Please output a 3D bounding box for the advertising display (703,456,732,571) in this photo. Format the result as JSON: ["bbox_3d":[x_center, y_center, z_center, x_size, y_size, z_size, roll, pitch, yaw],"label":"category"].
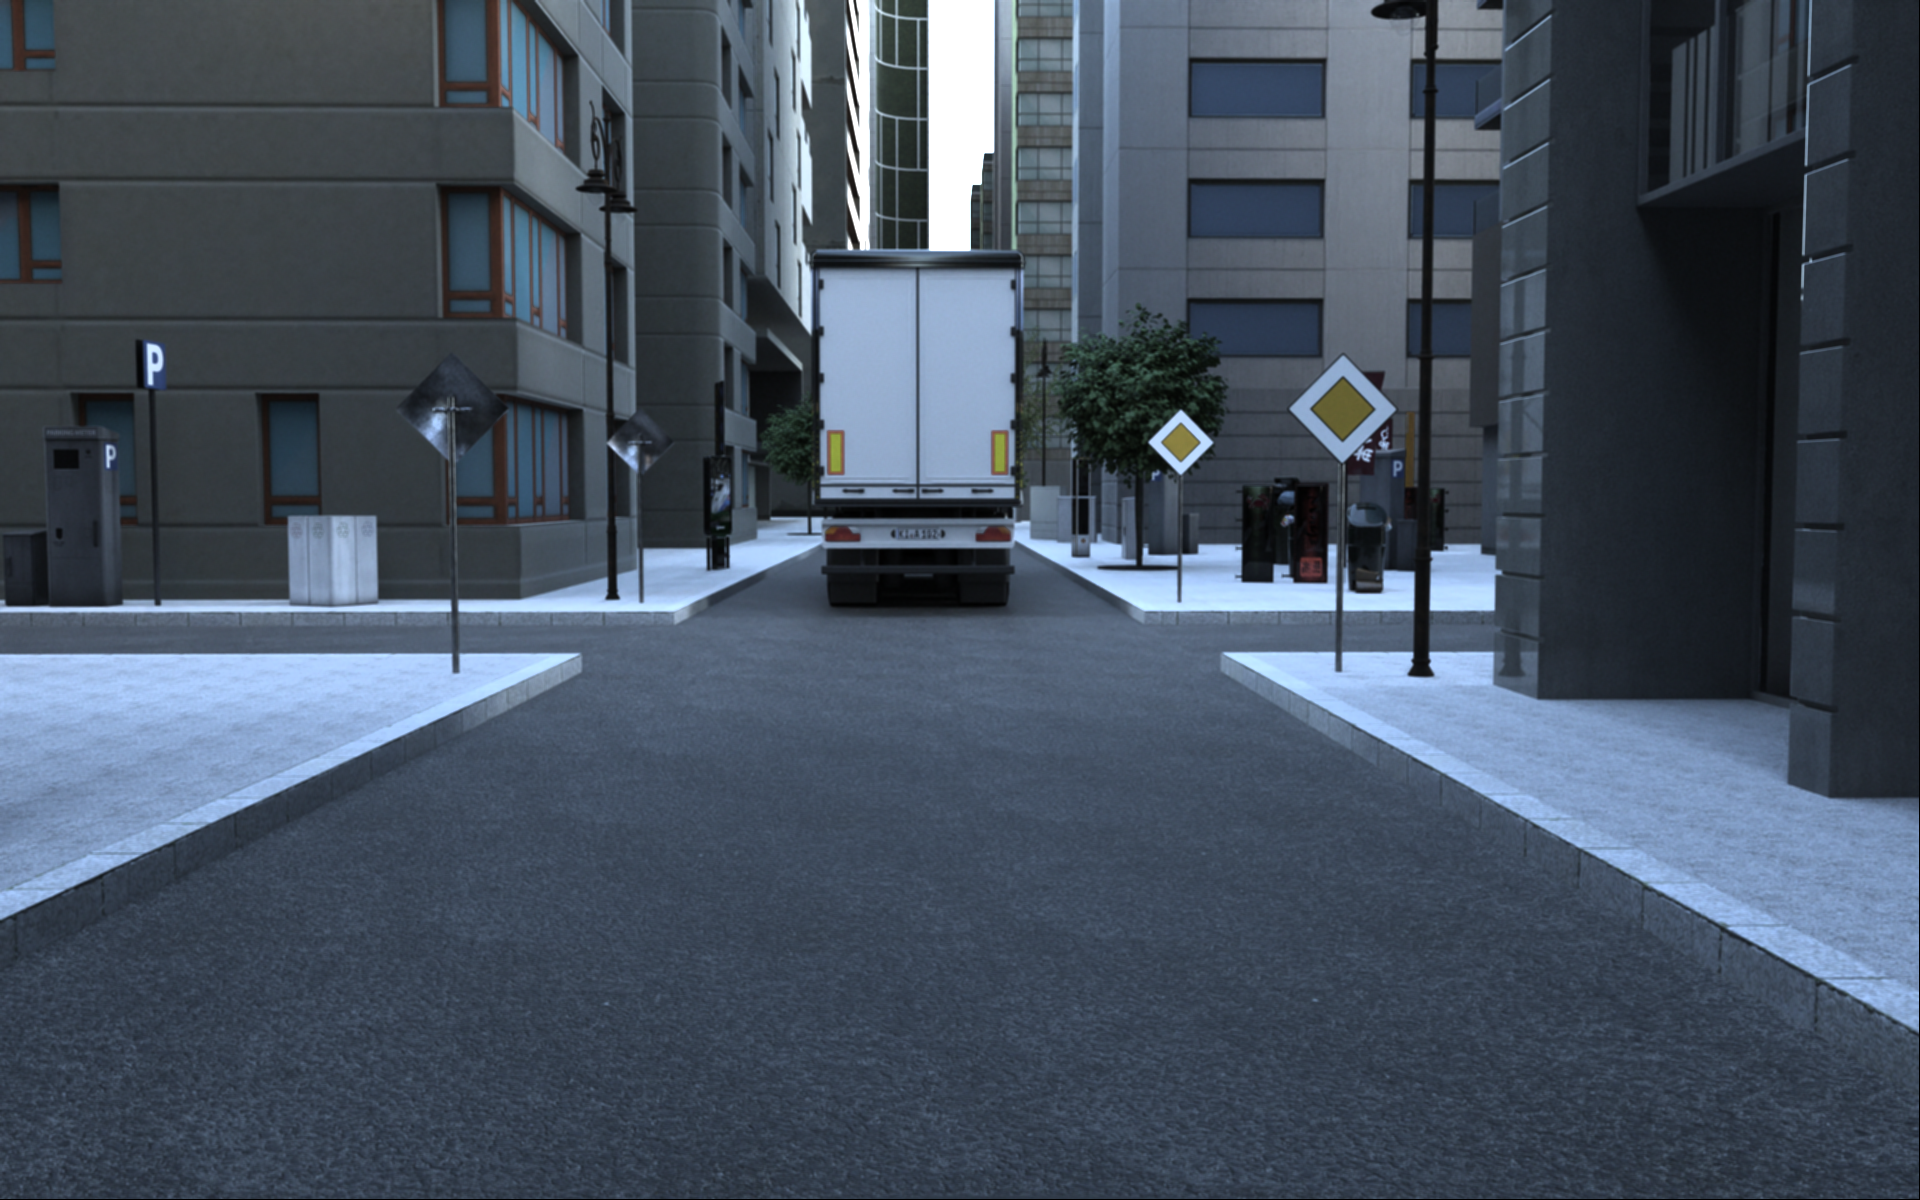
[{"bbox_3d":[-4.111,-1.481,29.421,0.123,1.923,0.974,1,4,14],"label":"advertising display"}]

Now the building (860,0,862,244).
[{"bbox_3d":[-14.325,-26.921,123.756,14.154,41.232,14.086,0,4,-1],"label":"building"}]

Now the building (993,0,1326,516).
[{"bbox_3d":[12.918,-35.801,127.353,21.231,58.520,28.212,0,4,-1],"label":"building"}]

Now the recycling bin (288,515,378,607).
[{"bbox_3d":[-7.272,-0.461,20.098,0.722,1.027,0.722,2,4,27],"label":"recycling bin"}]

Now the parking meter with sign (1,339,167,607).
[{"bbox_3d":[-10.048,-1.441,19.828,1.738,3.016,0.543,0,4,0],"label":"parking meter with sign"}]

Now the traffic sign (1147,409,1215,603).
[{"bbox_3d":[2.594,-1.027,20.430,0.795,2.450,0.064,0,4,-1],"label":"traffic sign"}]

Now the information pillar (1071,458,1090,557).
[{"bbox_3d":[2.459,-1.879,35.209,0.304,2.012,0.304,-1,4,-16],"label":"information pillar"}]

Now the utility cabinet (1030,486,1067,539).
[{"bbox_3d":[2.511,-2.462,48.939,0.318,1.500,1.173,-3,5,-43],"label":"utility cabinet"}]

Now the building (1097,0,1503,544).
[{"bbox_3d":[14.256,-31.475,56.619,21.231,58.520,28.212,0,4,-1],"label":"building"}]

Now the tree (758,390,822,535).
[{"bbox_3d":[-4.680,-4.345,54.749,4.285,4.588,4.351,0,3,0],"label":"tree"}]

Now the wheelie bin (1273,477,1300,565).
[{"bbox_3d":[5.966,-1.451,31.639,0.693,1.594,0.980,-2,4,-28],"label":"wheelie bin"}]

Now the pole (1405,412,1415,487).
[{"bbox_3d":[11.177,-3.012,43.088,0.158,3.312,0.155,0,3,0],"label":"pole"}]

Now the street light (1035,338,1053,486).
[{"bbox_3d":[2.493,-4.813,51.478,0.468,5.910,1.993,0,4,-1],"label":"street light"}]

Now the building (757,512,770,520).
[{"bbox_3d":[-20.166,-29.390,69.762,28.713,52.752,27.495,0,4,-1],"label":"building"}]

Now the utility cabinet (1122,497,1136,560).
[{"bbox_3d":[3.378,-1.416,34.307,0.306,1.237,1.020,0,4,1],"label":"utility cabinet"}]

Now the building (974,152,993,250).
[{"bbox_3d":[8.724,-23.092,149.261,14.160,30.474,14.107,0,4,-1],"label":"building"}]

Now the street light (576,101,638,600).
[{"bbox_3d":[-4.232,-2.944,20.923,0.468,5.910,1.993,0,4,-1],"label":"street light"}]

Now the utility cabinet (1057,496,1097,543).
[{"bbox_3d":[3.097,-2.118,45.793,1.020,1.237,0.306,1,4,15],"label":"utility cabinet"}]

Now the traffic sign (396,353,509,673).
[{"bbox_3d":[-3.612,-0.533,12.358,0.795,2.450,0.064,0,4,-1],"label":"traffic sign"}]

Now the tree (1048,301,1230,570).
[{"bbox_3d":[3.137,-2.815,29.733,4.285,4.588,4.351,0,3,0],"label":"tree"}]

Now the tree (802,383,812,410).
[{"bbox_3d":[-6.203,-8.492,89.203,4.360,8.622,3.978,0,3,0],"label":"tree"}]

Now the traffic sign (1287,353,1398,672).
[{"bbox_3d":[2.732,-0.538,12.446,0.795,2.450,0.064,0,4,-1],"label":"traffic sign"}]

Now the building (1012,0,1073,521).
[{"bbox_3d":[9.575,-24.747,88.206,14.154,41.232,14.086,0,4,-1],"label":"building"}]

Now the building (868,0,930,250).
[{"bbox_3d":[-13.547,-45.887,188.496,20.611,71.187,20.563,0,4,-1],"label":"building"}]

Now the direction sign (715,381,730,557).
[{"bbox_3d":[-4.865,-2.637,35.107,0.379,3.537,0.876,-1,4,-18],"label":"direction sign"}]

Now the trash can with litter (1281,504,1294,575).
[{"bbox_3d":[5.282,-0.944,26.818,0.624,1.170,1.055,1,4,10],"label":"trash can with litter"}]

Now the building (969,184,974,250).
[{"bbox_3d":[7.856,-23.973,163.665,14.160,30.474,14.107,0,4,-1],"label":"building"}]

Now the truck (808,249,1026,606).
[{"bbox_3d":[-0.604,-2.237,25.494,2.839,4.237,11.283,0,4,-1],"label":"truck"}]

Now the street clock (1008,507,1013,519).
[{"bbox_3d":[1.850,-3.613,63.645,0.471,2.002,0.358,-1,4,-13],"label":"street clock"}]

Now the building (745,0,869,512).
[{"bbox_3d":[-21.589,-34.635,155.519,27.495,52.752,28.713,0,4,-1],"label":"building"}]

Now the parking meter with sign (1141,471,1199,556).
[{"bbox_3d":[4.368,-2.466,36.587,1.738,3.016,0.543,-3,5,-45],"label":"parking meter with sign"}]

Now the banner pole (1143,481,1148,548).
[{"bbox_3d":[4.549,-3.168,41.811,0.401,3.779,0.863,3,5,43],"label":"banner pole"}]

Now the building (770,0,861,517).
[{"bbox_3d":[-17.126,-29.466,105.479,21.300,48.544,21.600,0,4,-1],"label":"building"}]

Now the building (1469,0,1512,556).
[{"bbox_3d":[17.977,-23.157,28.734,14.200,45.320,14.600,0,4,-1],"label":"building"}]

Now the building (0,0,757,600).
[{"bbox_3d":[-19.417,-11.594,34.594,27.650,21.520,28.899,0,4,-1],"label":"building"}]

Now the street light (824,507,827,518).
[{"bbox_3d":[-4.939,-5.546,63.473,0.468,5.910,1.993,0,4,-1],"label":"street light"}]

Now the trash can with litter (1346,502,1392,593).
[{"bbox_3d":[5.417,-0.697,22.782,0.624,1.170,1.055,0,4,7],"label":"trash can with litter"}]

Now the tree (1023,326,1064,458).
[{"bbox_3d":[2.415,-7.595,74.539,4.737,8.622,4.395,0,3,0],"label":"tree"}]

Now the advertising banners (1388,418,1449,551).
[{"bbox_3d":[10.277,-2.653,39.565,0.090,3.025,2.074,-3,4,-37],"label":"advertising banners"}]

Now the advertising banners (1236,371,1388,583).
[{"bbox_3d":[5.030,-1.758,24.923,2.074,3.025,0.090,1,4,12],"label":"advertising banners"}]

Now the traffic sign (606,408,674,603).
[{"bbox_3d":[-3.749,-1.021,20.341,0.795,2.450,0.064,0,4,-1],"label":"traffic sign"}]

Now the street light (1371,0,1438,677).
[{"bbox_3d":[3.256,-2.402,12.054,0.468,5.910,1.993,0,4,-1],"label":"street light"}]

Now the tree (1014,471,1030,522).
[{"bbox_3d":[2.283,-5.132,78.506,1.663,3.219,1.824,0,3,0],"label":"tree"}]

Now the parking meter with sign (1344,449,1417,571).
[{"bbox_3d":[7.164,-2.027,29.404,0.543,3.016,1.738,-2,4,-34],"label":"parking meter with sign"}]
